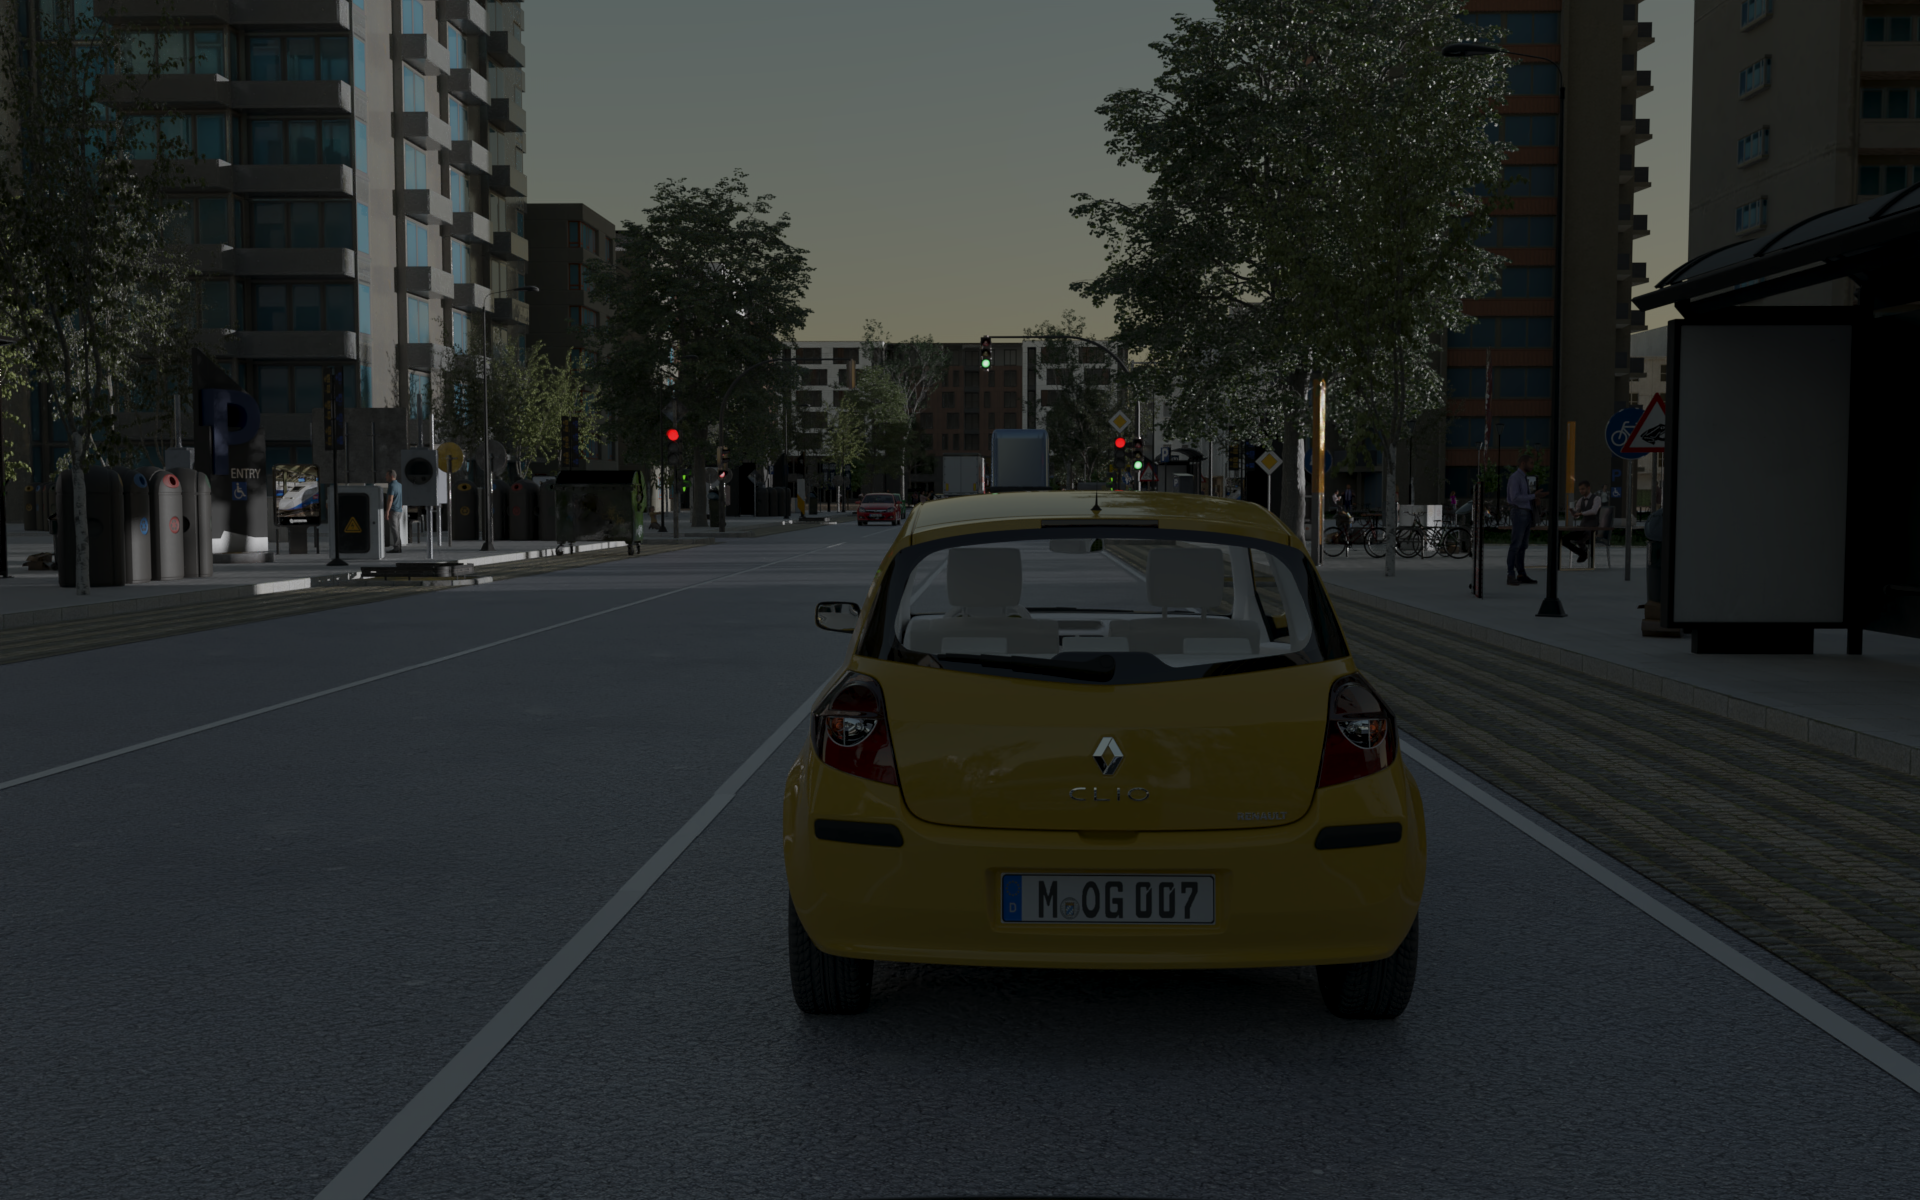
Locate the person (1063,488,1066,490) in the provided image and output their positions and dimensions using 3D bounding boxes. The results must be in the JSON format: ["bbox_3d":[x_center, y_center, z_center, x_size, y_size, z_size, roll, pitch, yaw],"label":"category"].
[{"bbox_3d":[5.629,-5.131,93.122,0.376,1.734,0.841,-3,5,-43],"label":"person"}]

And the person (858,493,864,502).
[{"bbox_3d":[-11.970,-12.278,209.975,0.628,1.438,0.799,1,4,10],"label":"person"}]

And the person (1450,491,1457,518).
[{"bbox_3d":[25.768,-4.941,90.063,0.776,1.435,0.726,-2,4,-25],"label":"person"}]

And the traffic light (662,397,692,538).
[{"bbox_3d":[-8.219,-3.744,50.132,0.839,4.253,0.868,0,4,2],"label":"traffic light"}]

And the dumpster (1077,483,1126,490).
[{"bbox_3d":[5.257,-3.441,64.473,1.865,1.857,1.264,0,4,1],"label":"dumpster"}]

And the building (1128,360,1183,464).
[{"bbox_3d":[29.272,-23.341,238.047,11.380,20.091,16.016,0,4,2],"label":"building"}]

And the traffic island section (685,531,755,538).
[{"bbox_3d":[-8.017,-2.200,58.249,2.009,0.180,2.903,0,4,2],"label":"traffic island section"}]

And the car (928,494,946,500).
[{"bbox_3d":[-1.983,-9.311,162.465,2.015,1.641,3.980,0,4,2],"label":"car"}]

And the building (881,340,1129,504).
[{"bbox_3d":[6.532,-24.475,244.138,32.646,21.610,27.936,0,4,2],"label":"building"}]

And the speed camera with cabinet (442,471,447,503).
[{"bbox_3d":[-13.829,-2.977,43.004,2.038,3.252,0.660,1,4,9],"label":"speed camera with cabinet"}]

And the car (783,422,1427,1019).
[{"bbox_3d":[0.424,0.248,6.174,2.015,1.641,3.980,0,4,2],"label":"car"}]

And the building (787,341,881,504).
[{"bbox_3d":[-26.092,-24.549,245.353,32.646,21.610,27.936,0,4,2],"label":"building"}]

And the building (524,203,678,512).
[{"bbox_3d":[-35.758,-16.693,117.967,27.650,21.520,28.899,0,4,2],"label":"building"}]

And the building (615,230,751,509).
[{"bbox_3d":[-34.861,-18.770,150.868,27.936,21.610,32.646,0,4,2],"label":"building"}]

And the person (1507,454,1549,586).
[{"bbox_3d":[8.027,-1.130,24.392,0.599,1.838,0.709,2,4,33],"label":"person"}]

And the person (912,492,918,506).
[{"bbox_3d":[-3.941,-8.623,150.951,0.593,1.643,0.415,1,4,23],"label":"person"}]

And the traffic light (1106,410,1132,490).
[{"bbox_3d":[5.299,-4.208,57.727,0.839,4.253,0.868,0,4,2],"label":"traffic light"}]

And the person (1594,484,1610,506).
[{"bbox_3d":[28.767,-4.324,77.455,0.841,1.734,0.376,0,4,4],"label":"person"}]

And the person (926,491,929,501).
[{"bbox_3d":[-3.538,-10.619,182.938,0.721,1.723,1.217,1,4,8],"label":"person"}]

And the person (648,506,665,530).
[{"bbox_3d":[-10.974,-2.975,62.616,0.695,0.859,0.347,2,4,35],"label":"person"}]

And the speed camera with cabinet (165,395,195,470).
[{"bbox_3d":[-15.473,-2.416,33.843,0.660,3.252,2.038,0,4,7],"label":"speed camera with cabinet"}]

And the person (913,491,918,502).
[{"bbox_3d":[-4.238,-9.488,164.545,0.541,1.710,0.530,0,4,2],"label":"person"}]

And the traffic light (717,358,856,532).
[{"bbox_3d":[-5.883,-5.102,58.085,4.771,5.953,1.251,0,4,2],"label":"traffic light"}]

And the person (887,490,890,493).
[{"bbox_3d":[-8.626,-12.347,208.060,1.348,1.807,0.705,1,4,21],"label":"person"}]

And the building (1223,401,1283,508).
[{"bbox_3d":[29.994,-13.140,156.982,9.099,9.664,28.070,0,4,2],"label":"building"}]

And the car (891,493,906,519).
[{"bbox_3d":[-4.069,-5.545,99.460,1.959,1.807,4.718,0,4,1],"label":"car"}]

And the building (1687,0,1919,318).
[{"bbox_3d":[45.611,-27.817,78.515,21.600,48.544,21.300,0,4,2],"label":"building"}]

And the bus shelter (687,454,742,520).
[{"bbox_3d":[-12.662,-5.841,89.425,2.014,3.302,5.546,0,4,2],"label":"bus shelter"}]

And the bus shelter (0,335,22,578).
[{"bbox_3d":[-15.116,-1.960,23.330,1.731,3.624,6.357,0,4,2],"label":"bus shelter"}]

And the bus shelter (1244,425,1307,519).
[{"bbox_3d":[11.153,-4.348,62.368,1.731,3.624,6.357,0,4,2],"label":"bus shelter"}]

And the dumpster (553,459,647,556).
[{"bbox_3d":[-8.415,-2.173,40.473,1.985,2.255,1.502,0,4,2],"label":"dumpster"}]

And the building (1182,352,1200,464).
[{"bbox_3d":[33.029,-20.264,187.738,16.016,20.091,11.380,0,4,2],"label":"building"}]

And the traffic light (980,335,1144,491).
[{"bbox_3d":[2.963,-4.587,49.668,4.771,5.953,1.251,0,4,2],"label":"traffic light"}]

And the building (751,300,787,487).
[{"bbox_3d":[-36.731,-20.721,182.754,32.646,21.610,27.936,0,4,2],"label":"building"}]

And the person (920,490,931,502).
[{"bbox_3d":[-1.866,-5.084,93.077,0.566,1.644,0.517,3,4,36],"label":"person"}]

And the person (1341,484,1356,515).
[{"bbox_3d":[17.211,-4.279,76.831,0.655,1.722,0.431,2,4,30],"label":"person"}]

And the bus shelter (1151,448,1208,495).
[{"bbox_3d":[9.859,-5.154,78.197,2.014,3.302,5.546,0,4,2],"label":"bus shelter"}]

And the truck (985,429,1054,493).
[{"bbox_3d":[2.338,-4.661,65.959,2.967,4.110,18.799,0,4,1],"label":"truck"}]

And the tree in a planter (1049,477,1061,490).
[{"bbox_3d":[8.417,-9.926,159.519,1.991,3.239,1.994,0,4,2],"label":"tree in a planter"}]

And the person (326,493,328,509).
[{"bbox_3d":[-24.119,-3.465,66.610,0.435,1.345,0.340,-3,5,-40],"label":"person"}]

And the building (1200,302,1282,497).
[{"bbox_3d":[33.388,-19.568,176.364,16.016,20.091,11.380,0,4,2],"label":"building"}]

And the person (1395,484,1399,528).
[{"bbox_3d":[14.569,-3.094,58.331,0.444,1.614,0.593,1,4,22],"label":"person"}]

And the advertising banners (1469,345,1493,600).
[{"bbox_3d":[6.454,-1.546,21.469,0.090,3.025,2.074,1,4,12],"label":"advertising banners"}]

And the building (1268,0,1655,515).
[{"bbox_3d":[32.929,-28.287,117.117,22.147,44.769,28.867,0,4,2],"label":"building"}]

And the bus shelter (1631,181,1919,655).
[{"bbox_3d":[6.367,-1.064,11.323,2.014,3.302,5.546,0,4,2],"label":"bus shelter"}]

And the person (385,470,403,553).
[{"bbox_3d":[-12.330,-1.927,37.680,0.434,1.807,0.598,1,4,20],"label":"person"}]

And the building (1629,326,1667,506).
[{"bbox_3d":[66.697,-19.447,184.421,31.486,18.905,16.747,0,4,2],"label":"building"}]

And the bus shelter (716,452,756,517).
[{"bbox_3d":[-12.607,-6.592,99.068,1.731,3.624,6.357,0,4,2],"label":"bus shelter"}]

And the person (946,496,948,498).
[{"bbox_3d":[-1.375,-9.768,168.868,0.621,1.740,0.551,1,4,14],"label":"person"}]

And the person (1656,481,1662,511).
[{"bbox_3d":[27.076,-3.746,67.411,0.598,1.807,0.434,-3,4,-36],"label":"person"}]

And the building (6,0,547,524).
[{"bbox_3d":[-34.981,-28.553,86.449,23.786,49.044,30.456,0,4,2],"label":"building"}]

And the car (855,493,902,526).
[{"bbox_3d":[-3.708,-4.320,79.665,2.155,1.783,4.494,0,4,2],"label":"car"}]

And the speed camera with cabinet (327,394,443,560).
[{"bbox_3d":[-11.310,-2.425,33.982,2.038,3.252,0.660,-1,4,-13],"label":"speed camera with cabinet"}]

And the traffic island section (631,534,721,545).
[{"bbox_3d":[-8.259,-1.712,50.268,2.009,0.180,2.903,0,4,2],"label":"traffic island section"}]

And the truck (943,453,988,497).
[{"bbox_3d":[0.393,-8.269,124.107,2.839,4.237,11.283,0,4,3],"label":"truck"}]

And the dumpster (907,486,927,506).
[{"bbox_3d":[-4.341,-10.362,174.364,1.985,2.255,1.502,0,4,1],"label":"dumpster"}]

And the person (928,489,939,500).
[{"bbox_3d":[-2.601,-9.291,160.040,1.348,1.869,0.705,0,4,6],"label":"person"}]
